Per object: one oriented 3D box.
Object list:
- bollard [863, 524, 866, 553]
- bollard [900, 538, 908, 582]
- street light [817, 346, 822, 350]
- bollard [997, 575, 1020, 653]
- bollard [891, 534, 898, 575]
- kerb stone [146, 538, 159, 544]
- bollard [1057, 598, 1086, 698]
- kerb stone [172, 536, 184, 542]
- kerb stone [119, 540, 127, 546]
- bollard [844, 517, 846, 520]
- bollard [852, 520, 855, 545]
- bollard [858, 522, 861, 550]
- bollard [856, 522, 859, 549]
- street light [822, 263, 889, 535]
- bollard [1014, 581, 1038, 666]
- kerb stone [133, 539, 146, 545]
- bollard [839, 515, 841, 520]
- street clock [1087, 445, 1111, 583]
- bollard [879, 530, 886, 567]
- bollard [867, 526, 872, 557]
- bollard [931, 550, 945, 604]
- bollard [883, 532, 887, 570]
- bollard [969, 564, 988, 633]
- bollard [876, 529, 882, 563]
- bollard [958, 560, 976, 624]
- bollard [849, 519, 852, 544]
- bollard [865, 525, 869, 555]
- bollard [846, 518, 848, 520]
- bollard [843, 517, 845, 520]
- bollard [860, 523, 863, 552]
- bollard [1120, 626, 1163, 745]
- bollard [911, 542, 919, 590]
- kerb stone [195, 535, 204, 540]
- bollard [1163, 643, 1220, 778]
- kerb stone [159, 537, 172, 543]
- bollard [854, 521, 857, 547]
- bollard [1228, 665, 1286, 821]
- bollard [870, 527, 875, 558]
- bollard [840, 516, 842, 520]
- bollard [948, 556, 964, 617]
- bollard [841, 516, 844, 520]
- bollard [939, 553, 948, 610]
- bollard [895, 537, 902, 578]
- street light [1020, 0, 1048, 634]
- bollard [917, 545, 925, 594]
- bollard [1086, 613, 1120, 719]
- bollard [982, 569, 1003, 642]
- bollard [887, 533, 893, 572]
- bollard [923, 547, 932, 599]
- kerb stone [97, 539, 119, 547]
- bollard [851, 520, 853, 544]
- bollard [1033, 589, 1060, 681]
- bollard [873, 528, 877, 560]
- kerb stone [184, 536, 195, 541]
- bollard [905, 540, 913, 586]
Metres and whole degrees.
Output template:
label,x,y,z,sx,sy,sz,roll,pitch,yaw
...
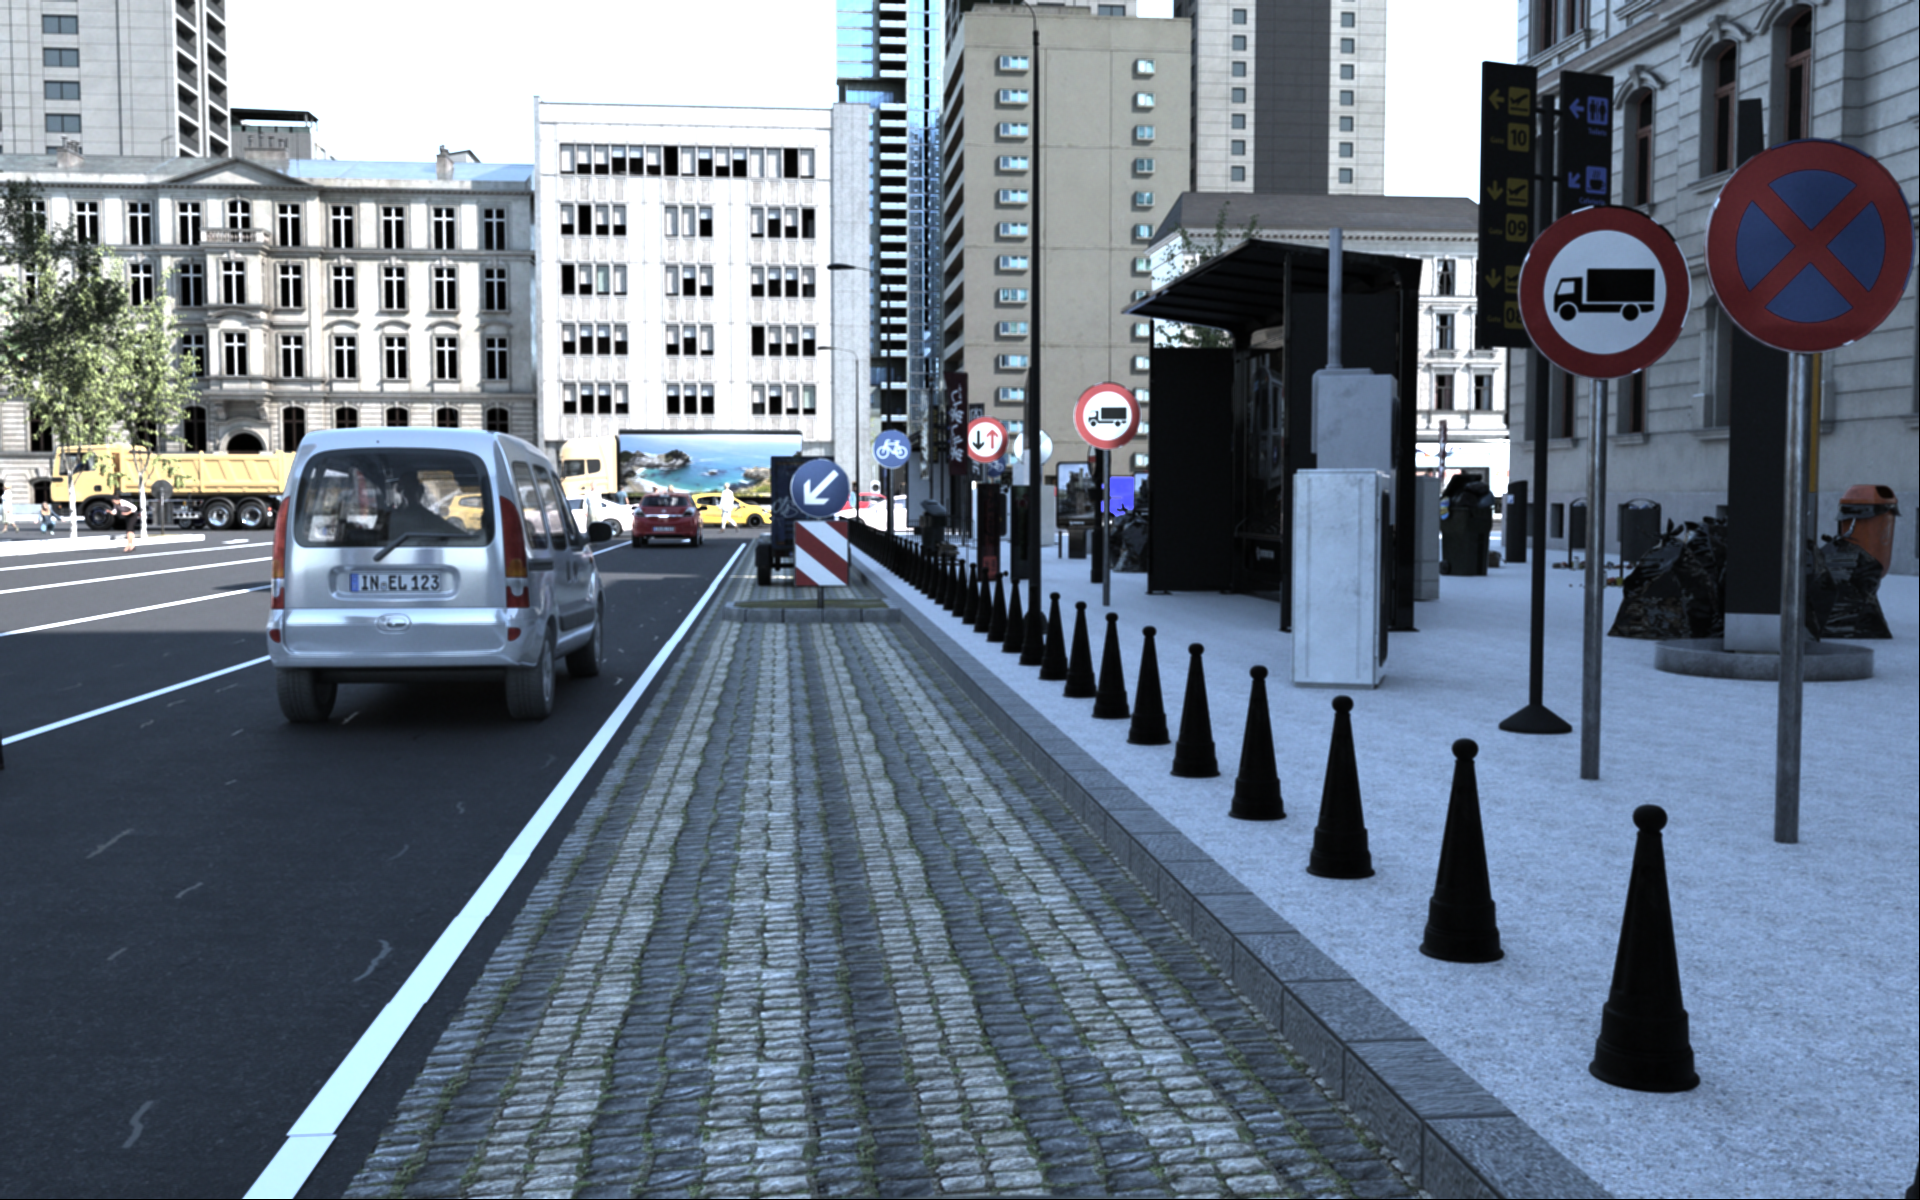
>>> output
label,x,y,z,sx,sy,sz,roll,pitch,yaw
bollard,-1.887,-1.259,36.625,0.229,0.601,0.229,0,3,0
bollard,-0.720,-0.570,25.357,0.229,0.601,0.229,0,3,0
street light,-3.768,-5.010,54.460,1.470,5.913,1.316,0,4,-6
bollard,0.449,0.121,14.061,0.229,0.601,0.229,0,3,0
bollard,-0.935,-0.695,27.403,0.229,0.601,0.229,0,3,0
kerb stone,-23.365,-1.687,49.852,0.120,0.150,1.000,0,4,-6
bollard,0.766,0.309,10.984,0.229,0.601,0.229,0,3,0
kerb stone,-23.576,-1.813,51.900,0.120,0.150,1.000,0,4,-6
kerb stone,-23.154,-1.566,47.807,0.120,0.150,1.000,0,4,-6
bollard,-2.950,-1.887,46.890,0.229,0.601,0.229,0,3,0
bollard,-2.419,-1.573,41.759,0.229,0.601,0.229,0,3,0
bollard,-2.098,-1.384,38.667,0.229,0.601,0.229,0,3,0
bollard,-2.204,-1.447,39.694,0.229,0.601,0.229,0,3,0
street light,-1.983,-3.826,35.099,1.470,5.913,1.316,0,4,-6
bollard,0.554,0.184,13.028,0.229,0.601,0.229,0,3,0
kerb stone,-23.261,-1.628,48.829,0.120,0.150,1.000,0,4,-6
bollard,-3.370,-2.138,50.997,0.229,0.601,0.229,0,3,0
street clock,2.007,-1.250,25.001,0.358,2.002,0.471,-1,4,-10
bollard,-1.252,-0.883,30.475,0.229,0.601,0.229,0,3,0
bollard,-1.678,-1.134,34.582,0.229,0.601,0.229,0,3,0
bollard,-0.190,-0.255,20.213,0.229,0.601,0.229,0,3,0
bollard,-1.141,-0.820,29.446,0.229,0.601,0.229,0,3,0
bollard,0.235,-0.004,16.108,0.229,0.601,0.229,0,3,0
bollard,-1.358,-0.945,31.499,0.229,0.601,0.229,0,3,0
bollard,0.130,-0.067,17.133,0.229,0.601,0.229,0,3,0
bollard,-2.626,-1.699,43.817,0.229,0.601,0.229,0,3,0
bollard,-1.780,-1.196,35.604,0.229,0.601,0.229,0,3,0
bollard,-2.840,-1.824,45.865,0.229,0.601,0.229,0,3,0
bollard,-3.054,-1.949,47.912,0.229,0.601,0.229,0,3,0
bollard,-1.995,-1.321,37.646,0.229,0.601,0.229,0,3,0
bollard,0.976,0.434,8.939,0.229,0.601,0.229,0,3,0
bollard,-0.506,-0.443,23.292,0.229,0.601,0.229,0,3,0
kerb stone,-23.782,-1.934,53.959,0.120,0.150,1.000,0,4,-6
bollard,1.077,0.497,7.917,0.229,0.601,0.229,0,3,0
kerb stone,-23.468,-1.751,50.876,0.120,0.150,1.000,0,4,-6
bollard,-2.308,-1.510,40.729,0.229,0.601,0.229,0,3,0
bollard,1.186,0.560,6.891,0.229,0.601,0.229,0,3,0
bollard,-1.567,-1.070,33.541,0.229,0.601,0.229,0,3,0
bollard,-3.264,-2.076,49.976,0.229,0.601,0.229,0,3,0
bollard,0.023,-0.130,18.159,0.229,0.601,0.229,0,3,0
bollard,-3.164,-2.013,48.954,0.229,0.601,0.229,0,3,0
bollard,-0.082,-0.192,19.181,0.229,0.601,0.229,0,3,0
bollard,-0.828,-0.632,26.381,0.229,0.601,0.229,0,3,0
street light,0.151,-2.644,15.775,1.470,5.913,1.316,0,4,-6
bollard,-0.400,-0.381,22.269,0.229,0.601,0.229,0,3,0
bollard,0.872,0.372,9.960,0.229,0.601,0.229,0,3,0
bollard,0.341,0.059,15.082,0.229,0.601,0.229,0,3,0
bollard,-1.041,-0.757,28.424,0.229,0.601,0.229,0,3,0
bollard,-0.297,-0.318,21.234,0.229,0.601,0.229,0,3,0
kerb stone,-23.039,-1.504,46.782,0.120,0.150,1.000,0,4,-6
bollard,-2.520,-1.636,42.795,0.229,0.601,0.229,0,3,0
bollard,0.657,0.247,12.005,0.229,0.601,0.229,0,3,0
bollard,-1.463,-1.008,32.520,0.229,0.601,0.229,0,3,0
kerb stone,-23.685,-1.878,52.927,0.120,0.150,1.000,0,4,-6
bollard,-0.613,-0.507,24.330,0.229,0.601,0.229,0,3,0
